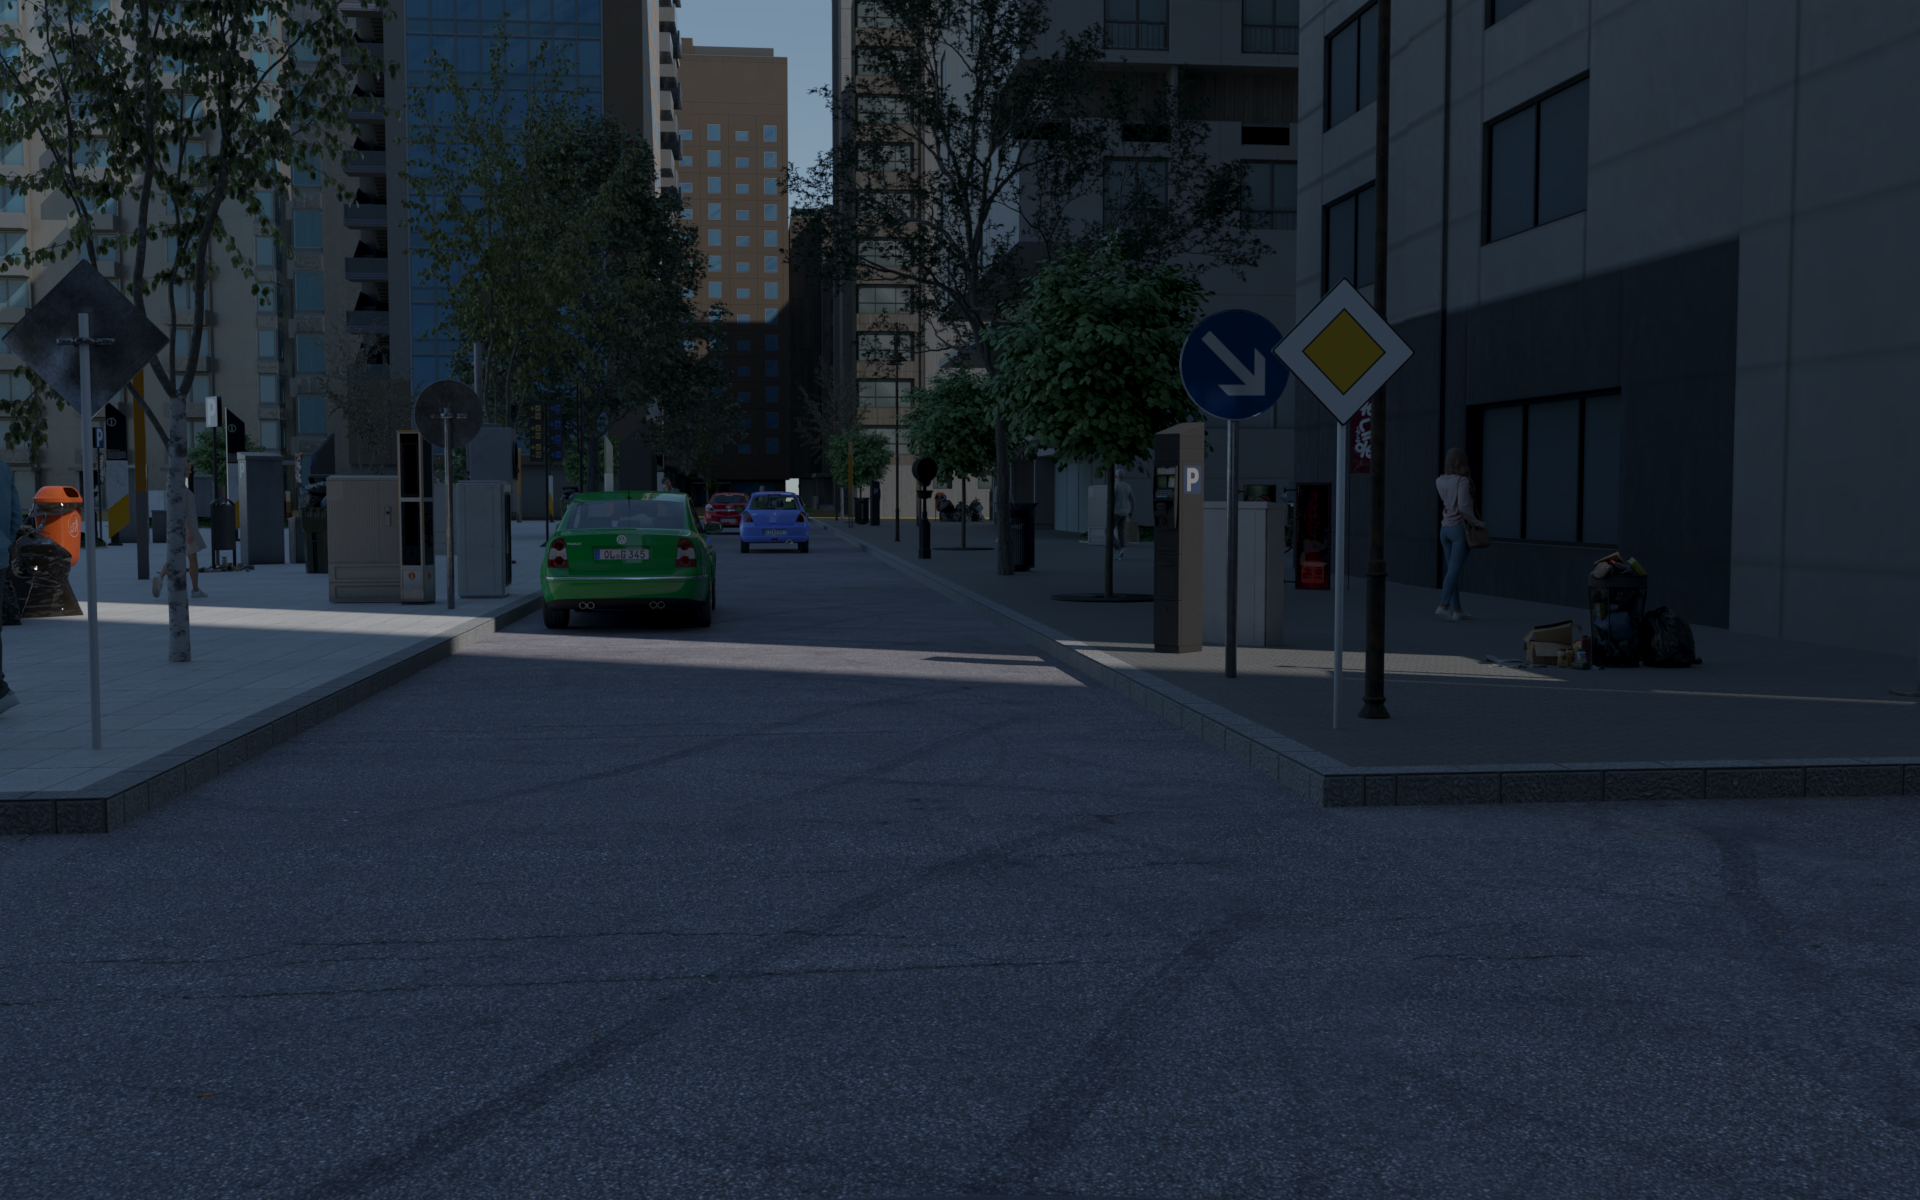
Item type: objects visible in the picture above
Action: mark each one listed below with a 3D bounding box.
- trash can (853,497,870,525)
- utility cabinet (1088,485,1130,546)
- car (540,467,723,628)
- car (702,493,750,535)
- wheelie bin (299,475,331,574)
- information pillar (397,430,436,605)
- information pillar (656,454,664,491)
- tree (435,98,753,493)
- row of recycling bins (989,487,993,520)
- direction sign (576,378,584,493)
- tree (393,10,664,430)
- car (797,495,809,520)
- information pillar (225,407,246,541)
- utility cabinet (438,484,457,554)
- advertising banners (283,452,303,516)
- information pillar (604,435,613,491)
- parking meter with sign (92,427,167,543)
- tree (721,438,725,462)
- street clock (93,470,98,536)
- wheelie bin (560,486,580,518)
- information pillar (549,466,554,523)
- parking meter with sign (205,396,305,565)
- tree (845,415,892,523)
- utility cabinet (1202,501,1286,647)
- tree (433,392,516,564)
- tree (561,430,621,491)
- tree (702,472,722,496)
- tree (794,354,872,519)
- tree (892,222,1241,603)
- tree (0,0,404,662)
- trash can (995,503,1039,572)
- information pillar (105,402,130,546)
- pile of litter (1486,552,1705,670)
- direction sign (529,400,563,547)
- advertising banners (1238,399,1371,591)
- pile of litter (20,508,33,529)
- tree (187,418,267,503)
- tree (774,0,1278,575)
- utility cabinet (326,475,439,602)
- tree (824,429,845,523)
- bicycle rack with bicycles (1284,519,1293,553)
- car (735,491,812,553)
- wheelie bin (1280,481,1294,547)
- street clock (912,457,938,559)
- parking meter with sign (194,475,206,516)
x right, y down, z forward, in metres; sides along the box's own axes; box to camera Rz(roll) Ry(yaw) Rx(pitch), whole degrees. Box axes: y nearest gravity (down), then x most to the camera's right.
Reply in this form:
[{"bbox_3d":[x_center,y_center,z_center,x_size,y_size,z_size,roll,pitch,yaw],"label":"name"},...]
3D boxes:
[{"bbox_3d":[-4.132,-3.747,72.920,0.748,1.137,0.748,0,3,0],"label":"trash can"},{"bbox_3d":[3.659,-2.081,42.700,0.318,1.500,1.173,-3,5,-39],"label":"utility cabinet"},{"bbox_3d":[-3.724,-0.681,19.930,1.959,1.807,4.718,0,4,-7],"label":"car"},{"bbox_3d":[-8.283,-3.285,62.751,2.155,1.783,4.494,0,4,-5],"label":"car"},{"bbox_3d":[-10.237,-1.233,28.075,0.980,1.594,0.693,1,4,12],"label":"wheelie bin"},{"bbox_3d":[-6.309,-0.955,20.107,0.304,2.012,0.304,1,4,9],"label":"information pillar"},{"bbox_3d":[-11.442,-4.538,65.553,0.504,3.616,0.183,-1,4,-13],"label":"information pillar"},{"bbox_3d":[-10.843,-8.164,50.483,9.611,12.733,9.660,0,3,0],"label":"tree"},{"bbox_3d":[1.976,-4.661,83.324,1.069,1.692,3.534,0,4,-2],"label":"row of recycling bins"},{"bbox_3d":[-7.438,-2.569,33.997,0.379,3.537,0.876,0,4,-5],"label":"direction sign"},{"bbox_3d":[-7.110,-4.722,27.565,4.737,8.622,4.395,0,3,0],"label":"tree"},{"bbox_3d":[-7.010,-3.636,69.232,2.009,1.686,4.222,-1,4,-8],"label":"car"},{"bbox_3d":[-19.629,-3.401,46.959,0.504,3.616,0.183,-2,4,-33],"label":"information pillar"},{"bbox_3d":[-10.774,-1.703,36.515,1.173,1.500,0.318,0,4,-1],"label":"utility cabinet"},{"bbox_3d":[-27.599,-4.574,70.981,0.090,3.025,2.074,1,4,20],"label":"advertising banners"},{"bbox_3d":[-14.057,-4.767,69.301,0.183,3.616,0.504,2,4,24],"label":"information pillar"},{"bbox_3d":[-21.673,-3.003,45.367,1.738,3.016,0.543,0,4,-7],"label":"parking meter with sign"},{"bbox_3d":[-19.593,-11.154,132.726,4.737,8.622,4.395,0,3,0],"label":"tree"},{"bbox_3d":[-25.868,-2.879,51.639,0.358,2.002,0.471,0,4,3],"label":"street clock"},{"bbox_3d":[-15.274,-3.676,68.013,0.980,1.594,0.693,1,4,11],"label":"wheelie bin"},{"bbox_3d":[-18.381,-5.289,77.830,0.183,3.616,0.504,0,4,-2],"label":"information pillar"},{"bbox_3d":[-12.729,-2.161,31.589,1.738,3.016,0.543,-3,5,-43],"label":"parking meter with sign"},{"bbox_3d":[-0.005,-3.440,39.952,4.285,4.588,4.351,0,3,0],"label":"tree"},{"bbox_3d":[2.301,-0.233,14.975,1.020,1.237,0.306,3,5,43],"label":"utility cabinet"},{"bbox_3d":[-8.691,-2.289,32.022,1.663,3.219,1.824,0,3,0],"label":"tree"},{"bbox_3d":[-17.139,-5.948,80.971,4.285,4.588,4.351,0,3,0],"label":"tree"},{"bbox_3d":[-21.789,-9.650,152.378,1.663,3.219,1.824,0,3,0],"label":"tree"},{"bbox_3d":[-6.361,-8.550,90.158,4.360,8.622,3.978,0,3,0],"label":"tree"},{"bbox_3d":[1.855,-2.278,20.961,4.285,4.588,4.351,0,3,0],"label":"tree"},{"bbox_3d":[-6.058,-3.847,13.255,4.360,8.622,3.978,0,3,0],"label":"tree"},{"bbox_3d":[0.943,-1.048,28.784,0.748,1.137,0.748,0,3,0],"label":"trash can"},{"bbox_3d":[-20.873,-3.151,42.874,0.504,3.616,0.183,-1,4,-20],"label":"information pillar"},{"bbox_3d":[4.814,0.051,13.127,1.719,0.858,1.176,0,4,7],"label":"pile of litter"},{"bbox_3d":[-9.997,-3.051,41.875,0.876,3.537,0.379,1,4,18],"label":"direction sign"},{"bbox_3d":[4.700,-1.648,23.137,2.074,3.025,0.090,2,4,29],"label":"advertising banners"},{"bbox_3d":[-33.266,-2.952,62.223,1.719,0.858,1.176,1,4,8],"label":"pile of litter"},{"bbox_3d":[-31.527,-5.537,74.250,4.285,4.588,4.351,0,3,0],"label":"tree"},{"bbox_3d":[0.807,-5.694,27.511,8.767,10.594,7.601,1,4,9],"label":"tree"},{"bbox_3d":[-6.841,-0.722,20.487,1.173,1.500,0.318,-1,4,-10],"label":"utility cabinet"},{"bbox_3d":[-4.549,-5.756,77.829,4.285,4.588,4.351,0,3,0],"label":"tree"},{"bbox_3d":[6.621,-1.416,36.534,2.852,0.926,2.925,-3,4,-39],"label":"bicycle rack with bicycles"},{"bbox_3d":[-4.663,-2.067,43.387,1.945,1.707,3.694,0,4,-7],"label":"car"},{"bbox_3d":[8.219,-2.075,41.830,0.980,1.594,0.693,1,4,21],"label":"wheelie bin"},{"bbox_3d":[-0.701,-1.824,34.392,0.471,2.002,0.358,-2,4,-32],"label":"street clock"},{"bbox_3d":[-29.659,-4.382,67.901,1.738,3.016,0.543,-1,4,-19],"label":"parking meter with sign"}]
